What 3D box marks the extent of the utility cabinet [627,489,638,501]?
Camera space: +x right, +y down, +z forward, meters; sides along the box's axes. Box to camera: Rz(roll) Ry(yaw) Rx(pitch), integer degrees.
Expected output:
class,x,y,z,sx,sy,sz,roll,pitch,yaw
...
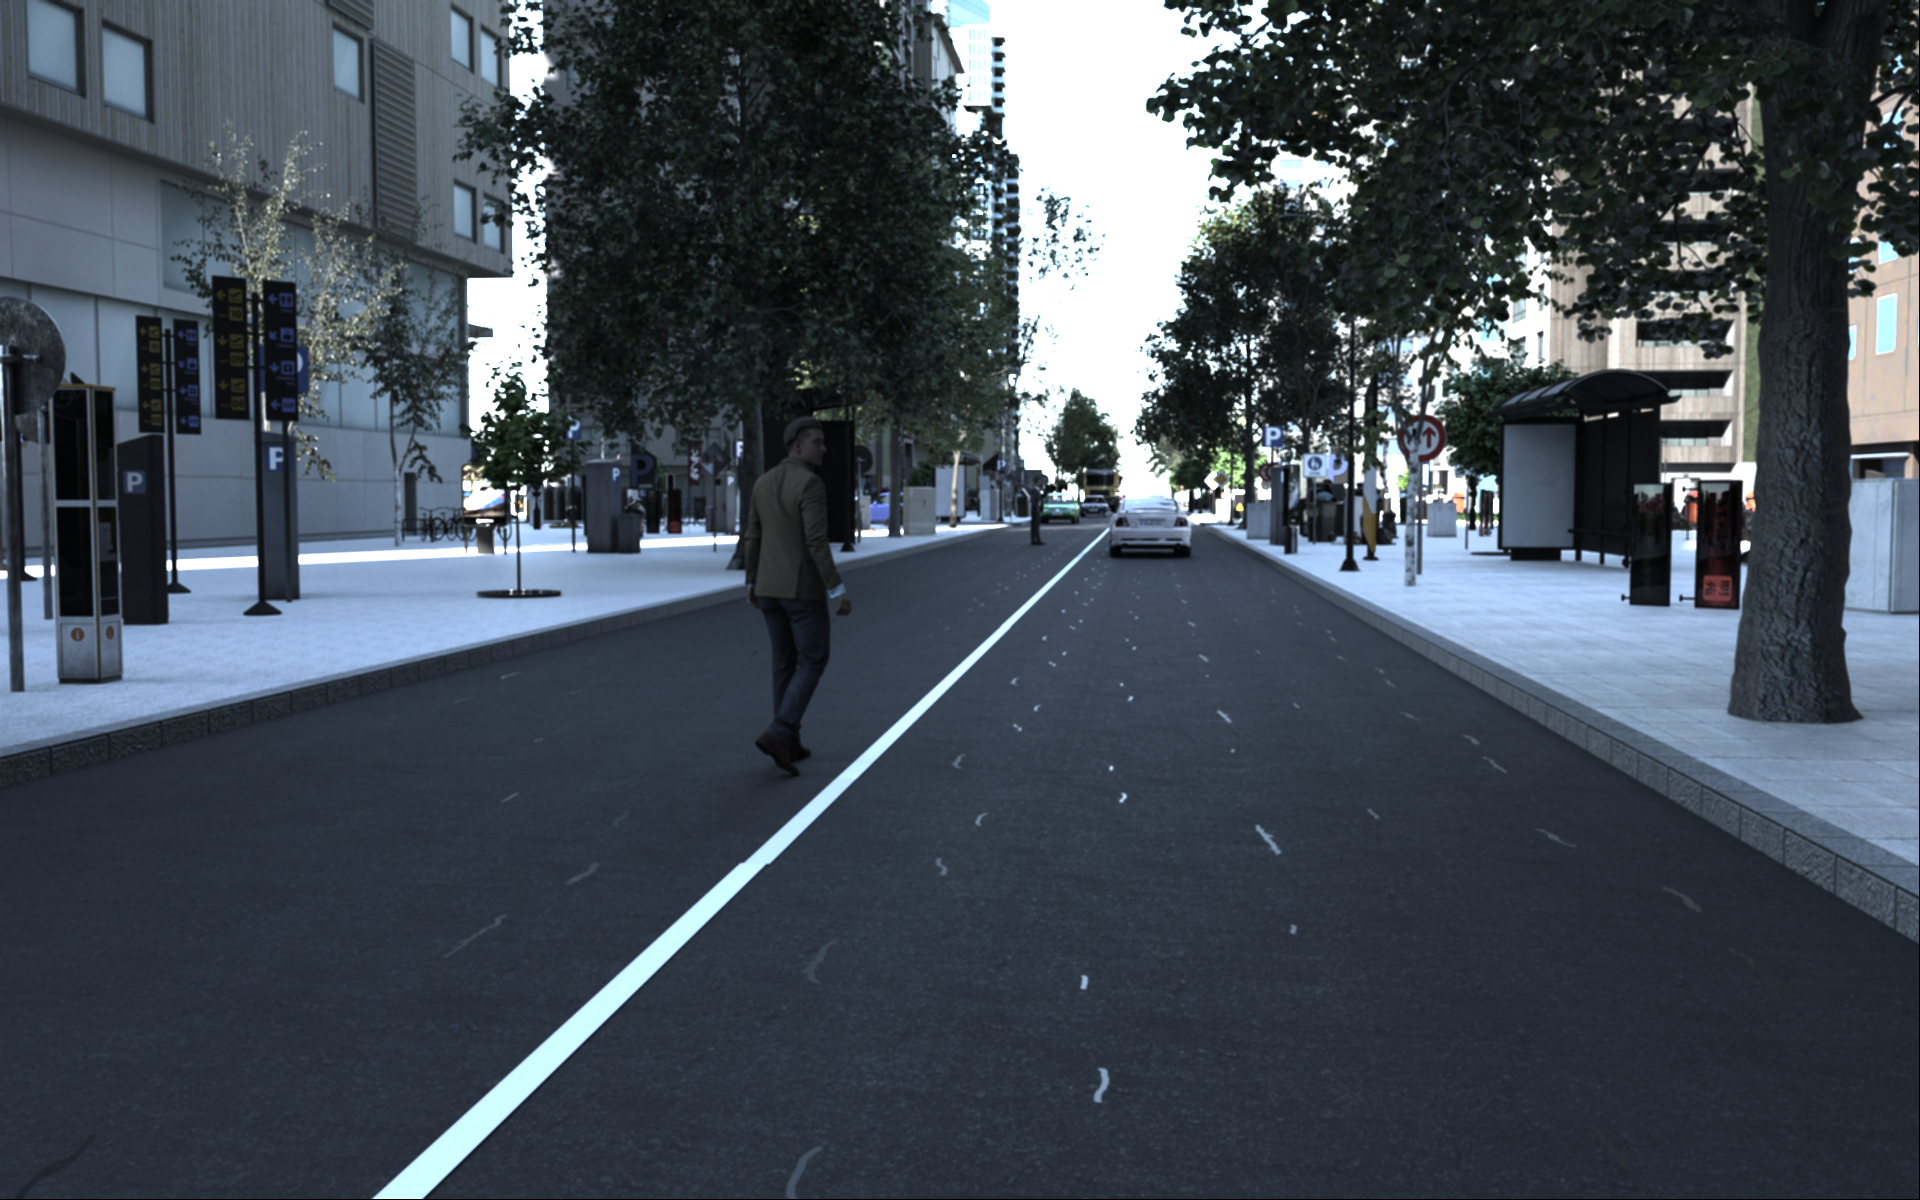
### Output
class,x,y,z,sx,sy,sz,roll,pitch,yaw
utility cabinet,-29.153,-8.860,153.544,1.173,1.500,0.318,0,4,1

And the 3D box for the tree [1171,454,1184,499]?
class,x,y,z,sx,sy,sz,roll,pitch,yaw
tree,26.964,-15.774,208.260,4.360,8.622,3.978,0,3,0

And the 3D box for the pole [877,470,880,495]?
class,x,y,z,sx,sy,sz,roll,pitch,yaw
pole,-6.799,-9.236,144.850,0.158,3.312,0.155,0,3,0

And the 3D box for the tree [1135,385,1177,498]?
class,x,y,z,sx,sy,sz,roll,pitch,yaw
tree,31.190,-24.318,253.481,12.611,20.169,13.585,0,3,0

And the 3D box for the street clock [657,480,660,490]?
class,x,y,z,sx,sy,sz,roll,pitch,yaw
street clock,-15.801,-5.230,90.077,0.358,2.002,0.471,-3,4,-36

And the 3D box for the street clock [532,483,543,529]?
class,x,y,z,sx,sy,sz,roll,pitch,yaw
street clock,-15.353,-3.562,62.809,0.471,2.002,0.358,2,4,25

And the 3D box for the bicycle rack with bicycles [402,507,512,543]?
class,x,y,z,sx,sy,sz,roll,pitch,yaw
bicycle rack with bicycles,-13.932,-2.075,47.309,2.852,0.926,2.925,-3,5,-41

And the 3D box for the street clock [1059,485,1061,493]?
class,x,y,z,sx,sy,sz,roll,pitch,yaw
street clock,7.972,-8.140,137.662,0.471,2.002,0.358,-1,4,-11

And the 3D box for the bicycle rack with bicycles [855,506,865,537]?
class,x,y,z,sx,sy,sz,roll,pitch,yaw
bicycle rack with bicycles,-4.163,-2.367,52.082,2.852,0.926,2.925,0,4,-8

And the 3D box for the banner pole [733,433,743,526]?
class,x,y,z,sx,sy,sz,roll,pitch,yaw
banner pole,-8.841,-4.856,69.407,0.863,3.779,0.401,2,4,32

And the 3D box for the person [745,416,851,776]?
class,x,y,z,sx,sy,sz,roll,pitch,yaw
person,-0.855,-0.039,9.043,0.656,1.842,0.836,1,4,13

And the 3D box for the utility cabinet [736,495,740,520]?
class,x,y,z,sx,sy,sz,roll,pitch,yaw
utility cabinet,-10.838,-4.640,87.021,0.306,1.237,1.020,-3,5,-40

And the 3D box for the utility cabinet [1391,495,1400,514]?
class,x,y,z,sx,sy,sz,roll,pitch,yaw
utility cabinet,27.318,-5.896,107.561,1.020,1.237,0.306,0,4,7

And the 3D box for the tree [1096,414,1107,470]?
class,x,y,z,sx,sy,sz,roll,pitch,yaw
tree,12.736,-15.458,187.155,8.767,10.594,7.601,-1,4,-15

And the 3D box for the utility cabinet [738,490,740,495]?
class,x,y,z,sx,sy,sz,roll,pitch,yaw
utility cabinet,-11.373,-5.089,91.877,0.318,1.500,1.173,-2,4,-32

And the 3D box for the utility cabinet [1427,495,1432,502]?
class,x,y,z,sx,sy,sz,roll,pitch,yaw
utility cabinet,26.656,-5.324,98.203,0.306,1.237,1.020,1,4,19

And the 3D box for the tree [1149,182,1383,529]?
class,x,y,z,sx,sy,sz,roll,pitch,yaw
tree,10.473,-8.922,62.890,9.611,12.733,9.660,0,3,0

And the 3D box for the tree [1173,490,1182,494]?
class,x,y,z,sx,sy,sz,roll,pitch,yaw
tree,30.306,-15.202,243.159,1.663,3.219,1.824,0,3,0

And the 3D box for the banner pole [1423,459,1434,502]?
class,x,y,z,sx,sy,sz,roll,pitch,yaw
banner pole,24.129,-6.066,89.199,0.863,3.779,0.401,2,4,29

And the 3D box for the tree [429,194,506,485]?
class,x,y,z,sx,sy,sz,roll,pitch,yaw
tree,-13.543,-5.620,42.245,4.360,8.622,3.978,0,3,0

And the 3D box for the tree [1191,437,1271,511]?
class,x,y,z,sx,sy,sz,roll,pitch,yaw
tree,13.776,-6.228,85.540,4.285,4.588,4.351,0,3,0

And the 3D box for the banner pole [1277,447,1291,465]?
class,x,y,z,sx,sy,sz,roll,pitch,yaw
banner pole,15.357,-5.662,82.584,0.863,3.779,0.401,2,4,23

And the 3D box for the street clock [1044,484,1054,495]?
class,x,y,z,sx,sy,sz,roll,pitch,yaw
street clock,6.346,-7.387,125.350,0.471,2.002,0.358,-1,4,-13

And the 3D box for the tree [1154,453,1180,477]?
class,x,y,z,sx,sy,sz,roll,pitch,yaw
tree,35.682,-22.165,288.149,9.928,11.665,9.643,0,3,0

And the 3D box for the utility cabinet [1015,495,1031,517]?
class,x,y,z,sx,sy,sz,roll,pitch,yaw
utility cabinet,3.659,-5.338,98.444,1.020,1.237,0.306,1,4,21

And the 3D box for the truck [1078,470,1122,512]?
class,x,y,z,sx,sy,sz,roll,pitch,yaw
truck,11.449,-8.770,139.309,3.469,3.379,9.791,0,4,8

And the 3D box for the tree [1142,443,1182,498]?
class,x,y,z,sx,sy,sz,roll,pitch,yaw
tree,28.908,-19.545,237.695,7.486,12.596,7.792,0,3,0

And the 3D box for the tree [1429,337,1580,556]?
class,x,y,z,sx,sy,sz,roll,pitch,yaw
tree,11.499,-3.229,36.510,4.285,4.588,4.351,0,3,0

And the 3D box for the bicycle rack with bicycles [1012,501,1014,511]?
class,x,y,z,sx,sy,sz,roll,pitch,yaw
bicycle rack with bicycles,5.119,-8.475,151.955,2.852,0.926,2.925,2,4,32

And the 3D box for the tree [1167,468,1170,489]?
class,x,y,z,sx,sy,sz,roll,pitch,yaw
tree,18.324,-9.408,137.537,4.285,4.588,4.351,0,3,0

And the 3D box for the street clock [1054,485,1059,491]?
class,x,y,z,sx,sy,sz,roll,pitch,yaw
street clock,7.316,-8.070,136.518,0.471,2.002,0.358,-1,4,-10

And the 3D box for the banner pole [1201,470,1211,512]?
class,x,y,z,sx,sy,sz,roll,pitch,yaw
banner pole,17.665,-8.238,124.700,0.863,3.779,0.401,0,4,2

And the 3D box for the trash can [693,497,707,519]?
class,x,y,z,sx,sy,sz,roll,pitch,yaw
trash can,-13.446,-4.768,89.607,0.748,1.137,0.748,0,3,0

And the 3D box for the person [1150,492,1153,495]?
class,x,y,z,sx,sy,sz,roll,pitch,yaw
person,30.492,-16.424,276.903,0.709,1.838,0.599,-2,4,-33

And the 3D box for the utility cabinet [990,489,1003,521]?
class,x,y,z,sx,sy,sz,roll,pitch,yaw
utility cabinet,1.764,-4.560,83.243,0.318,1.500,1.173,1,4,18

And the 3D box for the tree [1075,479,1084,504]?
class,x,y,z,sx,sy,sz,roll,pitch,yaw
tree,18.108,-15.835,242.623,4.285,4.588,4.351,0,3,0

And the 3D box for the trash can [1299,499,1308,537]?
class,x,y,z,sx,sy,sz,roll,pitch,yaw
trash can,10.471,-2.459,51.858,0.748,1.137,0.748,0,3,0

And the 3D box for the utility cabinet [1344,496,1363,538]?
class,x,y,z,sx,sy,sz,roll,pitch,yaw
utility cabinet,10.354,-2.083,45.226,0.306,1.237,1.020,3,4,36

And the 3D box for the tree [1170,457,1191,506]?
class,x,y,z,sx,sy,sz,roll,pitch,yaw
tree,18.473,-8.925,129.635,4.285,4.588,4.351,0,3,0

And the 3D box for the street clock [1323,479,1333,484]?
class,x,y,z,sx,sy,sz,roll,pitch,yaw
street clock,17.722,-4.831,83.561,0.471,2.002,0.358,2,4,29

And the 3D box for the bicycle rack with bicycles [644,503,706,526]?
class,x,y,z,sx,sy,sz,roll,pitch,yaw
bicycle rack with bicycles,-11.847,-3.409,69.127,2.925,0.926,2.852,3,5,44

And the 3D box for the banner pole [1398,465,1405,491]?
class,x,y,z,sx,sy,sz,roll,pitch,yaw
banner pole,38.400,-9.817,150.529,0.401,3.779,0.863,-2,4,-32

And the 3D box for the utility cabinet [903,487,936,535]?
class,x,y,z,sx,sy,sz,roll,pitch,yaw
utility cabinet,-1.248,-2.751,53.658,0.318,1.500,1.173,3,5,44

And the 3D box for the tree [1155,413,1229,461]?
class,x,y,z,sx,sy,sz,roll,pitch,yaw
tree,22.853,-15.872,169.883,12.009,13.543,11.850,0,3,0

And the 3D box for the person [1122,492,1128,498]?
class,x,y,z,sx,sy,sz,roll,pitch,yaw
person,23.156,-14.293,242.871,1.217,1.739,0.721,-3,5,-40

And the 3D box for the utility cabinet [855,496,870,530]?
class,x,y,z,sx,sy,sz,roll,pitch,yaw
utility cabinet,-3.719,-3.096,61.786,1.020,1.237,0.306,0,4,5

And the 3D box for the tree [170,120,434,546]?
class,x,y,z,sx,sy,sz,roll,pitch,yaw
tree,-13.731,-5.181,35.068,4.360,8.622,3.978,0,3,0

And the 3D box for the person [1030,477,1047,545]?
class,x,y,z,sx,sy,sz,roll,pitch,yaw
person,2.232,-2.525,49.138,0.474,1.900,0.648,0,4,4

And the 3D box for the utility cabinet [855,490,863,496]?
class,x,y,z,sx,sy,sz,roll,pitch,yaw
utility cabinet,-5.482,-4.797,87.112,1.173,1.500,0.318,-1,4,-12

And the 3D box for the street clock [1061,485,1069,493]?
class,x,y,z,sx,sy,sz,roll,pitch,yaw
street clock,8.365,-8.060,136.348,0.358,2.002,0.471,2,4,24

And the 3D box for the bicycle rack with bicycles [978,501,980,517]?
class,x,y,z,sx,sy,sz,roll,pitch,yaw
bicycle rack with bicycles,0.703,-5.040,95.783,2.852,0.926,2.925,1,4,10

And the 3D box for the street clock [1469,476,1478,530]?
class,x,y,z,sx,sy,sz,roll,pitch,yaw
street clock,18.211,-3.482,61.508,0.358,2.002,0.471,-1,4,-17

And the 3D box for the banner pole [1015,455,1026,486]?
class,x,y,z,sx,sy,sz,roll,pitch,yaw
banner pole,3.869,-7.349,110.180,0.863,3.779,0.401,-3,4,-38

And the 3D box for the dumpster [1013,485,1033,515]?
class,x,y,z,sx,sy,sz,roll,pitch,yaw
dumpster,3.972,-6.250,107.945,1.264,1.857,1.865,0,4,6

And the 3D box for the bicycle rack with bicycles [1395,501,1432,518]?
class,x,y,z,sx,sy,sz,roll,pitch,yaw
bicycle rack with bicycles,24.780,-4.915,93.737,2.852,0.926,2.925,-3,5,-44

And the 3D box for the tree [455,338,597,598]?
class,x,y,z,sx,sy,sz,roll,pitch,yaw
tree,-5.521,-1.650,21.587,1.663,3.219,1.824,0,3,0
